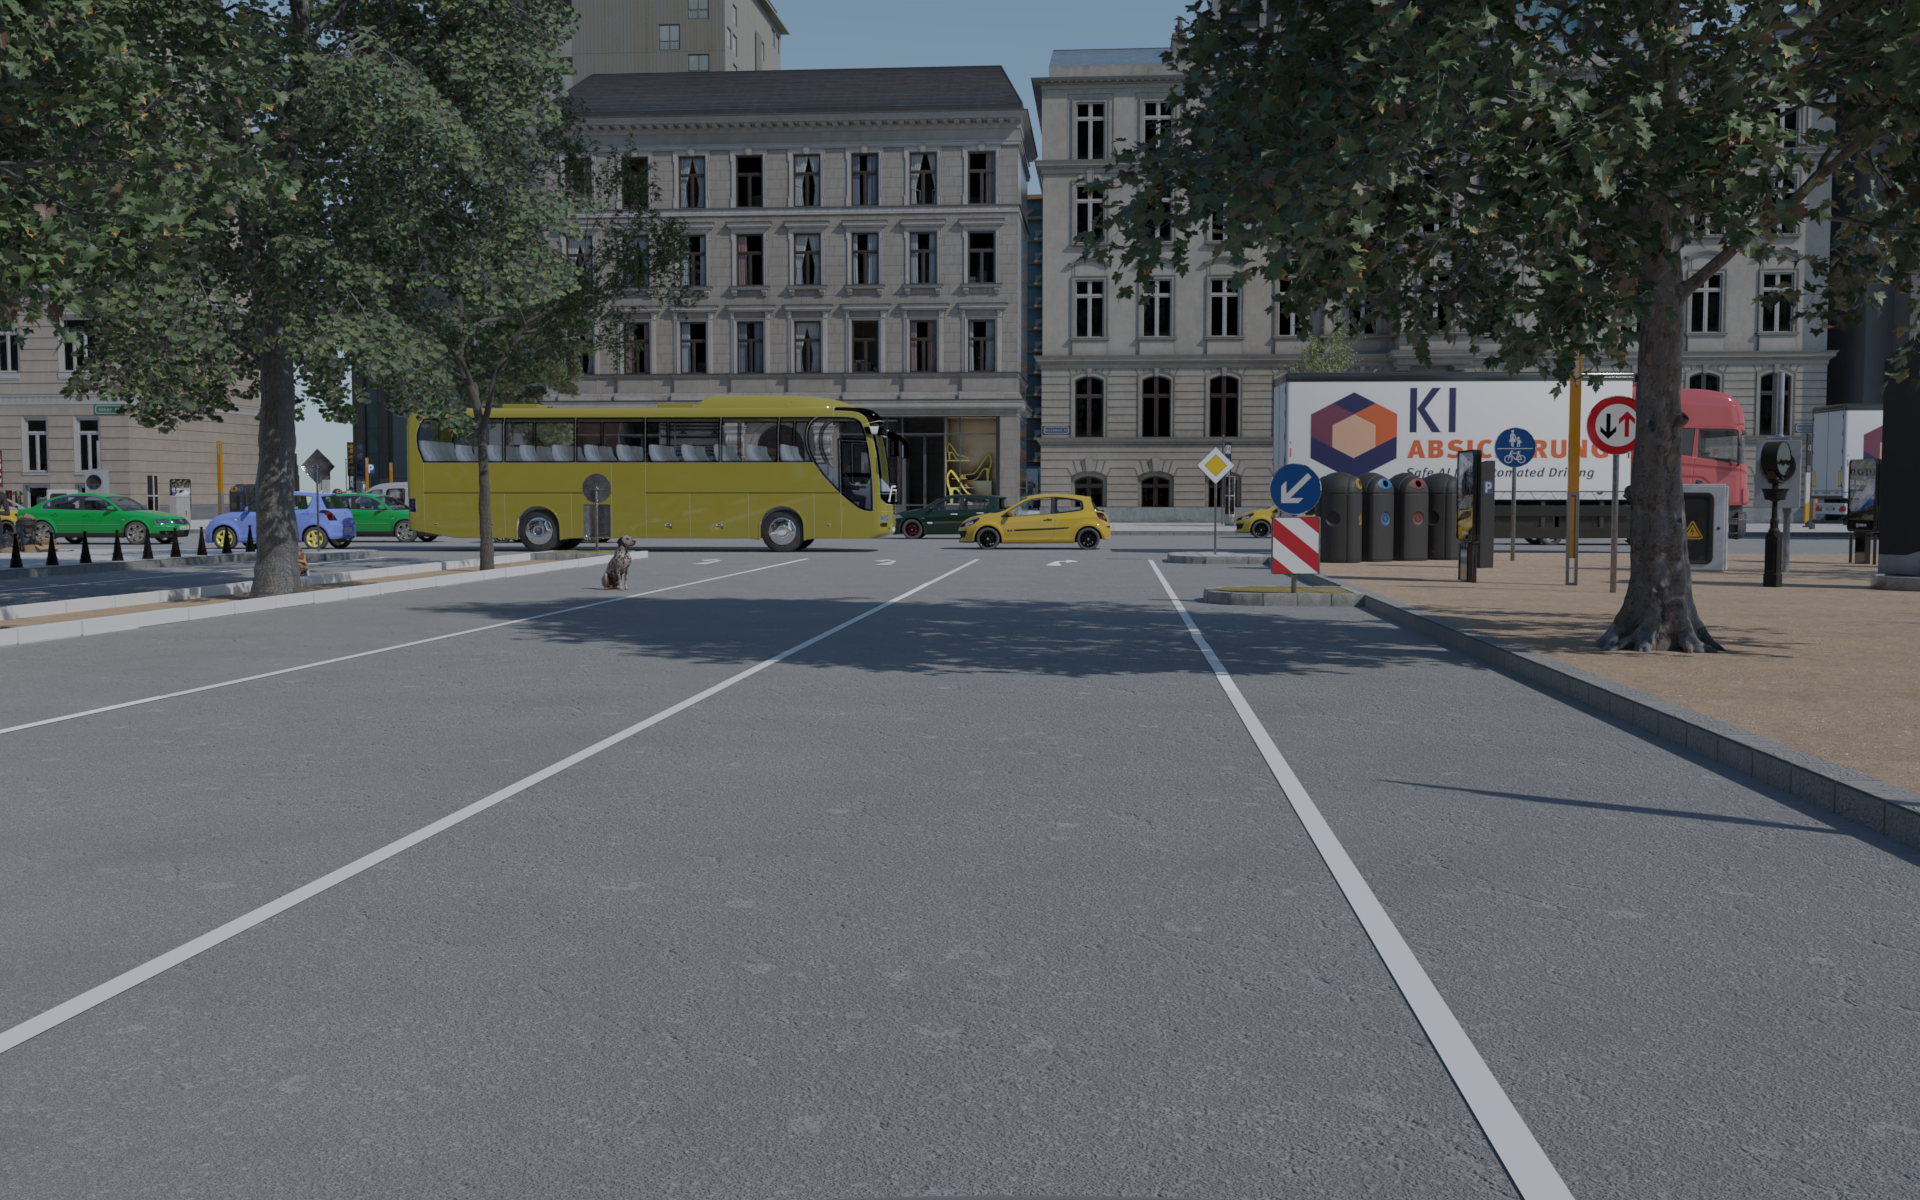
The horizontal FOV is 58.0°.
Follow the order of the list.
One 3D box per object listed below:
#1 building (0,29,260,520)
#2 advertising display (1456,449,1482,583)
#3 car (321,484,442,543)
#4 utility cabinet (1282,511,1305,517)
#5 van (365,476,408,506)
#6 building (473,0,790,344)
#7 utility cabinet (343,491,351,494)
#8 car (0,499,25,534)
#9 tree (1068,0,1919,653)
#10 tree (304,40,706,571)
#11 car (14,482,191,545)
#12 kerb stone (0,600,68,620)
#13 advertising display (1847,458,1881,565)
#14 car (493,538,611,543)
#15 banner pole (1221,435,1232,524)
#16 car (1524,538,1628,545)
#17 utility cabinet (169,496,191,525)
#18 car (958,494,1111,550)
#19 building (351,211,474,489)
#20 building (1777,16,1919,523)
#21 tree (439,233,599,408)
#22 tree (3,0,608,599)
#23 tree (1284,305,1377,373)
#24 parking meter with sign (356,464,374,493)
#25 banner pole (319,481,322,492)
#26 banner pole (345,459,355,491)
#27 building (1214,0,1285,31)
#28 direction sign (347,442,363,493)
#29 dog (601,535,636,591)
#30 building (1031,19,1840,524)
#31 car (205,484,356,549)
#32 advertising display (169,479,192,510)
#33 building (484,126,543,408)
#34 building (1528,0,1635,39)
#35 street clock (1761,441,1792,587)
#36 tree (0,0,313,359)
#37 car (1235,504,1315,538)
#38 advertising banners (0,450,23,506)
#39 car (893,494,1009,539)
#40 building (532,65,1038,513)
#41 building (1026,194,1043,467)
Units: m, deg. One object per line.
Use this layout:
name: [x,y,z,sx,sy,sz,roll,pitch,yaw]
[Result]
building: [-47.415,-18.366,86.182,20.117,28.700,13.634,0,4,5]
advertising display: [7.448,-1.234,25.385,0.123,1.923,0.974,0,4,2]
car: [-17.589,-2.633,51.841,4.718,1.807,1.959,0,4,6]
utility cabinet: [7.122,-1.584,37.053,0.306,1.237,1.020,0,4,-1]
van: [-19.316,-3.139,58.342,4.112,2.044,2.013,0,4,6]
building: [-32.869,-35.584,171.030,27.495,52.752,28.713,0,4,5]
utility cabinet: [-40.257,-6.425,113.731,0.318,1.500,1.173,-2,4,-32]
car: [-31.095,-2.763,55.399,3.980,1.641,2.015,0,4,6]
tree: [5.692,-5.936,14.070,9.611,12.733,9.660,0,3,0]
tree: [-8.605,-5.803,31.744,8.767,10.594,7.601,0,4,5]
car: [-24.512,-2.498,49.640,4.718,1.807,1.959,0,4,4]
kerb stone: [-10.809,0.121,20.235,0.120,0.150,1.000,0,4,5]
advertising display: [16.593,-1.626,31.793,0.123,1.923,0.974,0,3,0]
car: [-11.956,-2.509,51.242,3.980,1.641,2.015,0,4,5]
banner pole: [11.279,-5.105,73.488,0.401,3.779,0.863,3,5,43]
car: [17.870,-2.245,49.067,4.827,1.381,2.083,0,4,3]
utility cabinet: [-30.042,-3.399,66.730,0.306,1.237,1.020,0,4,5]
car: [1.945,-2.138,45.184,3.980,1.641,2.015,0,4,3]
building: [-53.719,-24.976,180.056,14.107,30.474,14.160,0,4,5]
building: [50.770,-17.378,77.640,24.014,27.812,14.314,0,4,5]
tree: [-17.837,-8.954,68.447,6.751,12.117,7.091,0,3,0]
tree: [-9.152,-6.956,22.843,9.857,13.997,8.962,0,3,0]
tree: [13.953,-7.108,66.576,4.737,8.622,4.395,0,3,0]
parking meter with sign: [-34.923,-6.410,101.057,1.738,3.016,0.543,2,4,34]
banner pole: [-47.608,-8.504,129.065,0.401,3.779,0.863,0,4,4]
banner pole: [-43.276,-8.121,122.793,0.863,3.779,0.401,0,4,2]
building: [45.012,-49.088,240.834,20.611,71.187,20.563,0,4,5]
direction sign: [-26.377,-5.112,75.571,0.379,3.537,0.876,2,4,26]
dog: [-5.128,-0.561,26.014,0.513,0.831,0.800,-1,4,-11]
building: [20.882,-15.991,80.535,34.723,24.649,14.460,0,4,5]
car: [-17.706,-2.171,45.091,3.694,1.707,1.945,0,4,3]
advertising display: [-33.055,-4.174,73.461,0.123,1.923,0.974,2,4,27]
building: [-28.720,-22.429,138.421,14.160,30.474,14.107,0,4,5]
building: [42.380,-31.933,141.710,23.786,49.044,30.456,0,4,5]
street clock: [11.215,-1.179,23.846,0.471,2.002,0.358,-3,5,-42]
tree: [-10.583,-5.730,13.152,9.611,12.733,9.660,0,3,0]
car: [11.000,-2.835,56.583,3.980,1.641,2.015,0,4,7]
advertising banners: [-38.238,-4.493,69.641,0.090,3.025,2.074,0,4,-3]
car: [-0.222,-2.799,55.550,4.222,1.686,2.009,0,4,6]
building: [-16.825,-14.077,81.061,40.483,20.767,10.553,0,4,5]
building: [20.349,-36.022,243.579,28.867,44.769,22.147,0,4,5]
